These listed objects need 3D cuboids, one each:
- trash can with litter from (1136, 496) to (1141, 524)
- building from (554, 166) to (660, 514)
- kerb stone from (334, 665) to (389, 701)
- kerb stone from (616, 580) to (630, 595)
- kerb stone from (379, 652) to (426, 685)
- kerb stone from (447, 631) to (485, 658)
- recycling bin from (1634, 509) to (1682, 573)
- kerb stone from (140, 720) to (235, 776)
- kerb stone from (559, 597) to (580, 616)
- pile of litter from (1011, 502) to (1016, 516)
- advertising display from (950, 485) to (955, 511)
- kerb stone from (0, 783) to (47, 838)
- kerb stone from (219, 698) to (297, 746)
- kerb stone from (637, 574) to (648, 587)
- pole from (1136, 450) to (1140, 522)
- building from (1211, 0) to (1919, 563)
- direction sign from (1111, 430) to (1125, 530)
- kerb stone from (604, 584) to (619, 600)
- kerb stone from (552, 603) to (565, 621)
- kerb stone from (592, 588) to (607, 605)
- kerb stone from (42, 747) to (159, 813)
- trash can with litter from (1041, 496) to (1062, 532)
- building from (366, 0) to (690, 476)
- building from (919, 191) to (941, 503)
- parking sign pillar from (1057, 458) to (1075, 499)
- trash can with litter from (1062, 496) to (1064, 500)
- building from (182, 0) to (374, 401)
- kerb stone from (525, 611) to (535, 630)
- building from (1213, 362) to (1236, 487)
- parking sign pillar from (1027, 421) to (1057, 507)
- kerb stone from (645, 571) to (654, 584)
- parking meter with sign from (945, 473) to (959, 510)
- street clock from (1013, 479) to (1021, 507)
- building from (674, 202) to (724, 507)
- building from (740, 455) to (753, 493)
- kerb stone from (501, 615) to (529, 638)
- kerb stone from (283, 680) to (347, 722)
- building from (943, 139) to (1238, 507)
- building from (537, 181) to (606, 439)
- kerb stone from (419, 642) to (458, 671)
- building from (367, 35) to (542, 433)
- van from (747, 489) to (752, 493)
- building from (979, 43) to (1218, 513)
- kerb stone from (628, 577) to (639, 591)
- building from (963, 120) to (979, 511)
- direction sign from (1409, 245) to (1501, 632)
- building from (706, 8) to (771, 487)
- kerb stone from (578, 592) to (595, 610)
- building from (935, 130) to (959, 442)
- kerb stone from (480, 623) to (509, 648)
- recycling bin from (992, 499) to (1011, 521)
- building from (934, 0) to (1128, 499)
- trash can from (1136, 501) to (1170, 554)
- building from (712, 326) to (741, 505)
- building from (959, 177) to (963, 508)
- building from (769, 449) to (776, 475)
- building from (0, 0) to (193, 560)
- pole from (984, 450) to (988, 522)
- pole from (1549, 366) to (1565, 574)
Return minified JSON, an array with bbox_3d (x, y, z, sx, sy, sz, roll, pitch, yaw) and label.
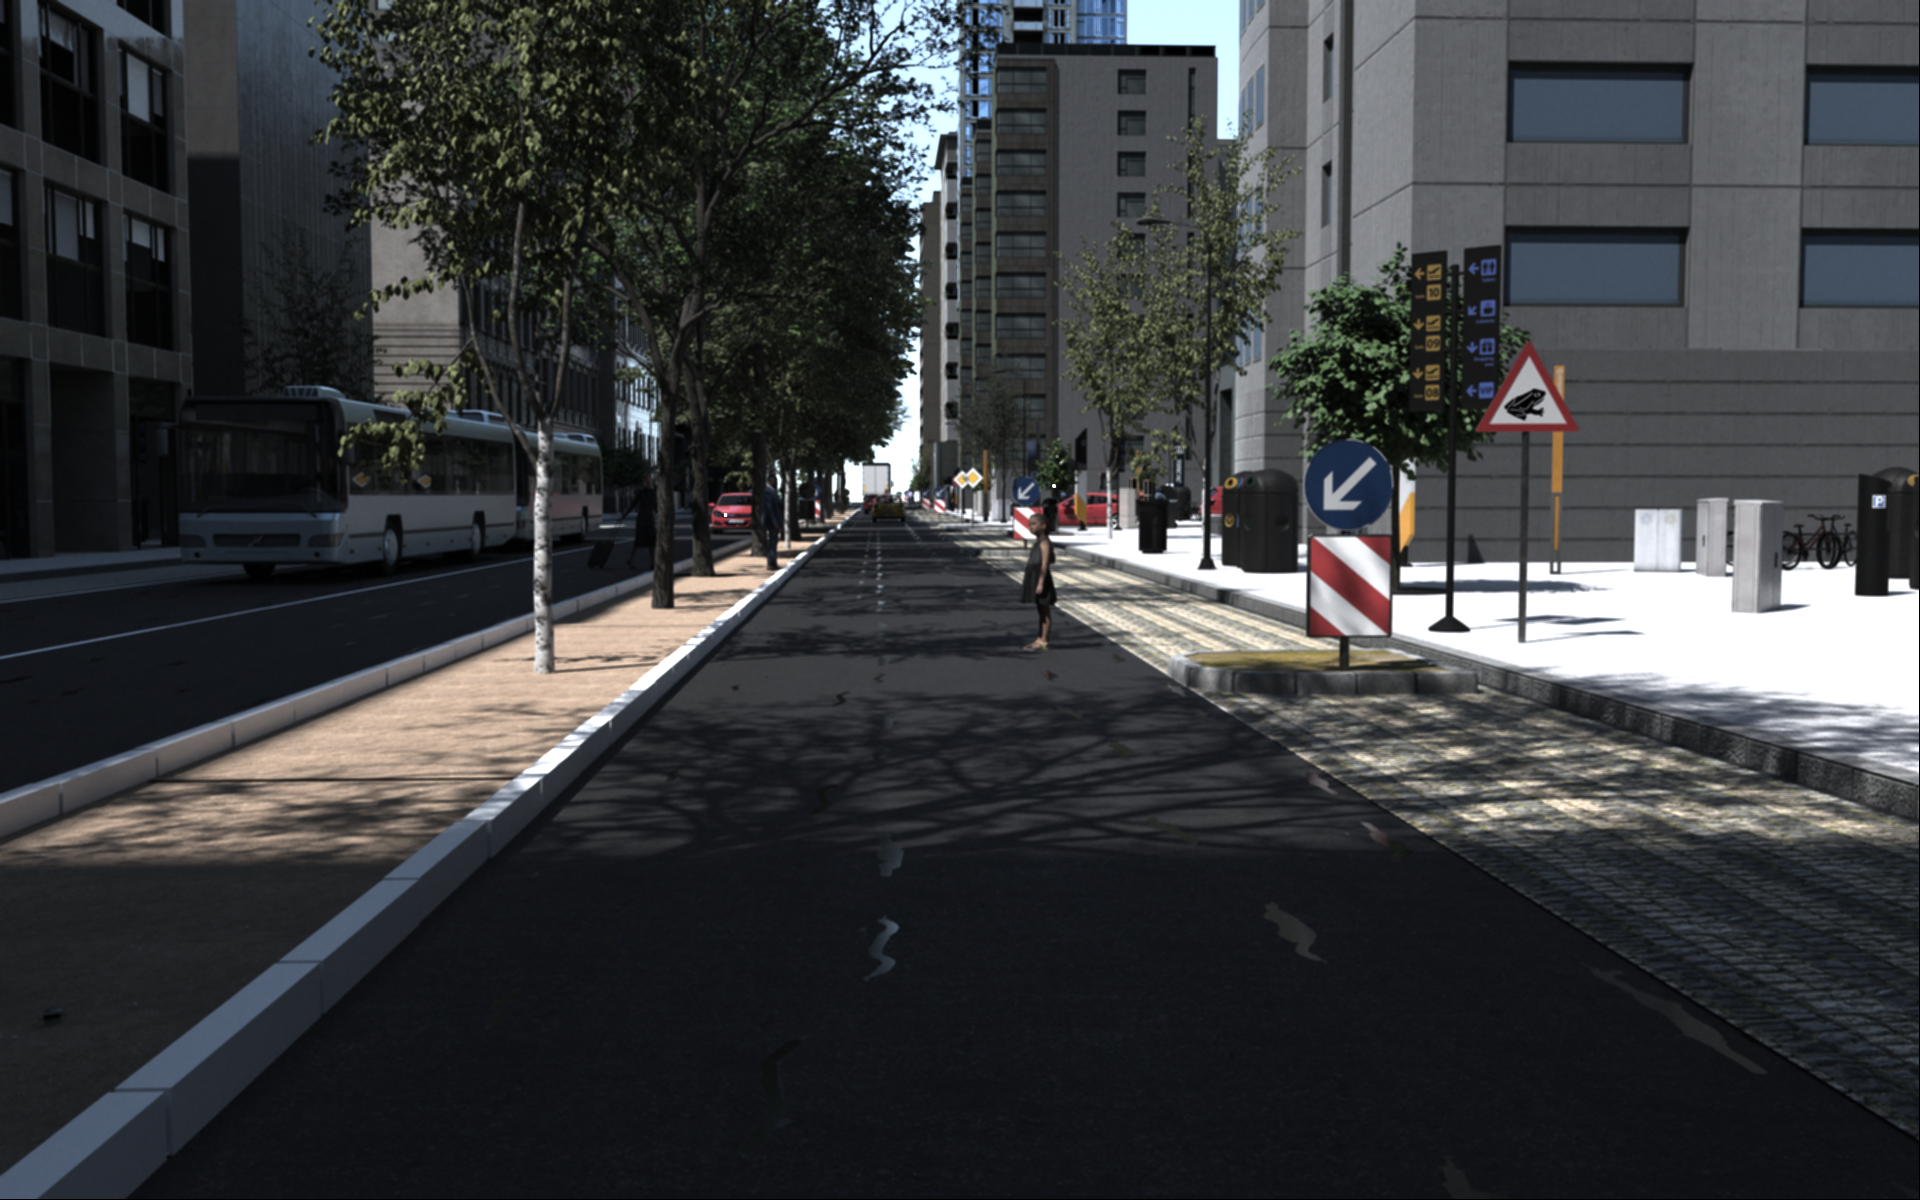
[{"bbox_3d":[7.147,-3.879,74.487,2.233,1.210,1.678,1,4,19],"label":"trash can with litter"},{"bbox_3d":[-28.737,-20.010,124.425,12.463,27.353,25.104,0,4,-3],"label":"building"},{"bbox_3d":[-4.282,0.604,12.314,0.120,0.150,1.000,0,4,-3],"label":"kerb stone"},{"bbox_3d":[-4.855,-0.148,24.607,0.120,0.150,1.000,0,4,-3],"label":"kerb stone"},{"bbox_3d":[-4.325,0.542,13.336,0.120,0.150,1.000,0,4,-3],"label":"kerb stone"},{"bbox_3d":[-4.421,0.416,15.392,0.120,0.150,1.000,0,4,-3],"label":"kerb stone"},{"bbox_3d":[11.556,-0.986,28.683,0.722,1.027,0.722,1,4,22],"label":"recycling bin"},{"bbox_3d":[-4.128,0.793,9.229,0.120,0.150,1.000,0,4,-3],"label":"kerb stone"},{"bbox_3d":[-4.680,0.103,20.515,0.120,0.150,1.000,0,4,-3],"label":"kerb stone"},{"bbox_3d":[3.269,-5.261,99.987,1.176,0.858,1.719,0,4,5],"label":"pile of litter"},{"bbox_3d":[-0.540,-7.516,128.093,0.123,1.923,0.974,-1,4,-15],"label":"advertising display"},{"bbox_3d":[-4.035,0.918,7.187,0.120,0.150,1.000,0,4,-3],"label":"kerb stone"},{"bbox_3d":[-4.172,0.730,10.259,0.120,0.150,1.000,0,4,-3],"label":"kerb stone"},{"bbox_3d":[-4.963,-0.270,26.657,0.120,0.150,1.000,0,4,-3],"label":"kerb stone"},{"bbox_3d":[8.284,-5.321,80.844,0.158,3.312,0.155,0,3,0],"label":"pole"},{"bbox_3d":[18.138,-30.764,44.992,21.231,58.520,28.212,0,4,-3],"label":"building"},{"bbox_3d":[5.606,-4.250,61.486,0.379,3.537,0.876,3,4,36],"label":"direction sign"},{"bbox_3d":[-4.815,-0.085,23.586,0.120,0.150,1.000,0,4,-3],"label":"kerb stone"},{"bbox_3d":[-4.622,0.166,19.487,0.120,0.150,1.000,0,4,-3],"label":"kerb stone"},{"bbox_3d":[-4.766,-0.022,22.558,0.120,0.150,1.000,0,4,-3],"label":"kerb stone"},{"bbox_3d":[-4.078,0.859,8.208,0.120,0.150,1.000,0,4,-3],"label":"kerb stone"},{"bbox_3d":[2.989,-2.916,59.071,0.624,1.170,1.055,-1,4,-8],"label":"trash can with litter"},{"bbox_3d":[-39.508,-34.871,159.375,28.713,52.752,27.495,0,4,-3],"label":"building"},{"bbox_3d":[4.529,-39.642,271.851,21.300,48.544,21.600,0,4,-3],"label":"building"},{"bbox_3d":[5.789,-6.595,96.306,1.447,3.967,1.447,1,4,21],"label":"parking sign pillar"},{"bbox_3d":[4.879,-4.730,88.728,0.624,1.170,1.055,-3,4,-36],"label":"trash can with litter"},{"bbox_3d":[-35.232,-14.387,54.287,30.058,24.678,14.314,0,4,-3],"label":"building"},{"bbox_3d":[-4.570,0.228,18.466,0.120,0.150,1.000,0,4,-3],"label":"kerb stone"},{"bbox_3d":[28.730,-47.275,85.619,31.000,86.520,22.319,0,4,-3],"label":"building"},{"bbox_3d":[2.721,-4.581,63.365,1.447,3.967,1.447,0,4,1],"label":"parking sign pillar"},{"bbox_3d":[-5.017,-0.336,27.685,0.120,0.150,1.000,0,4,-3],"label":"kerb stone"},{"bbox_3d":[-0.925,-8.915,142.017,1.738,3.016,0.543,0,4,-3],"label":"parking meter with sign"},{"bbox_3d":[2.761,-4.734,81.976,0.358,2.002,0.471,-3,5,-41],"label":"street clock"},{"bbox_3d":[-37.576,-32.630,188.118,22.147,44.769,28.867,0,4,-3],"label":"building"},{"bbox_3d":[-39.562,-36.148,245.649,22.147,44.769,28.867,0,4,-3],"label":"building"},{"bbox_3d":[-4.525,0.291,17.437,0.120,0.150,1.000,0,4,-3],"label":"kerb stone"},{"bbox_3d":[-4.225,0.667,11.285,0.120,0.150,1.000,0,4,-3],"label":"kerb stone"},{"bbox_3d":[14.505,-29.829,179.588,32.217,40.220,23.993,0,4,-3],"label":"building"},{"bbox_3d":[-27.911,-16.229,101.498,11.583,22.565,21.152,0,4,-3],"label":"building"},{"bbox_3d":[-4.370,0.483,14.361,0.120,0.150,1.000,0,4,-3],"label":"kerb stone"},{"bbox_3d":[-26.223,-14.231,81.830,9.793,20.994,18.267,0,4,-3],"label":"building"},{"bbox_3d":[-16.597,-8.170,140.582,2.013,2.044,4.112,0,4,-1],"label":"van"},{"bbox_3d":[8.956,-21.006,115.155,14.160,30.474,14.107,0,4,-3],"label":"building"},{"bbox_3d":[-4.916,-0.205,25.628,0.120,0.150,1.000,0,4,-3],"label":"kerb stone"},{"bbox_3d":[7.873,-22.354,137.195,14.160,30.474,14.107,0,4,-3],"label":"building"},{"bbox_3d":[4.586,-1.476,16.131,0.876,3.537,0.379,3,5,42],"label":"direction sign"},{"bbox_3d":[-41.136,-58.810,274.212,22.319,86.520,31.000,0,4,-3],"label":"building"},{"bbox_3d":[-4.716,0.040,21.537,0.120,0.150,1.000,0,4,-3],"label":"kerb stone"},{"bbox_3d":[11.085,-40.261,247.506,28.713,52.752,27.495,0,4,-3],"label":"building"},{"bbox_3d":[-4.466,0.356,16.413,0.120,0.150,1.000,0,4,-3],"label":"kerb stone"},{"bbox_3d":[1.954,-4.255,82.118,0.722,1.027,0.722,-1,4,-21],"label":"recycling bin"},{"bbox_3d":[8.511,-54.599,205.365,22.319,86.520,31.000,0,4,-3],"label":"building"},{"bbox_3d":[4.171,-1.577,37.441,0.748,1.137,0.748,0,3,0],"label":"trash can"},{"bbox_3d":[-34.273,-26.843,210.586,14.160,30.474,14.107,0,4,-3],"label":"building"},{"bbox_3d":[6.804,-23.779,160.482,14.160,30.474,14.107,0,4,-3],"label":"building"},{"bbox_3d":[-39.192,-39.635,298.146,14.600,45.320,14.200,0,4,-3],"label":"building"},{"bbox_3d":[-27.575,-13.452,24.455,19.350,26.468,34.151,0,4,-3],"label":"building"},{"bbox_3d":[1.194,-5.275,80.094,0.158,3.312,0.155,0,3,0],"label":"pole"},{"bbox_3d":[9.522,-2.066,27.617,0.158,3.312,0.155,0,3,0],"label":"pole"}]
